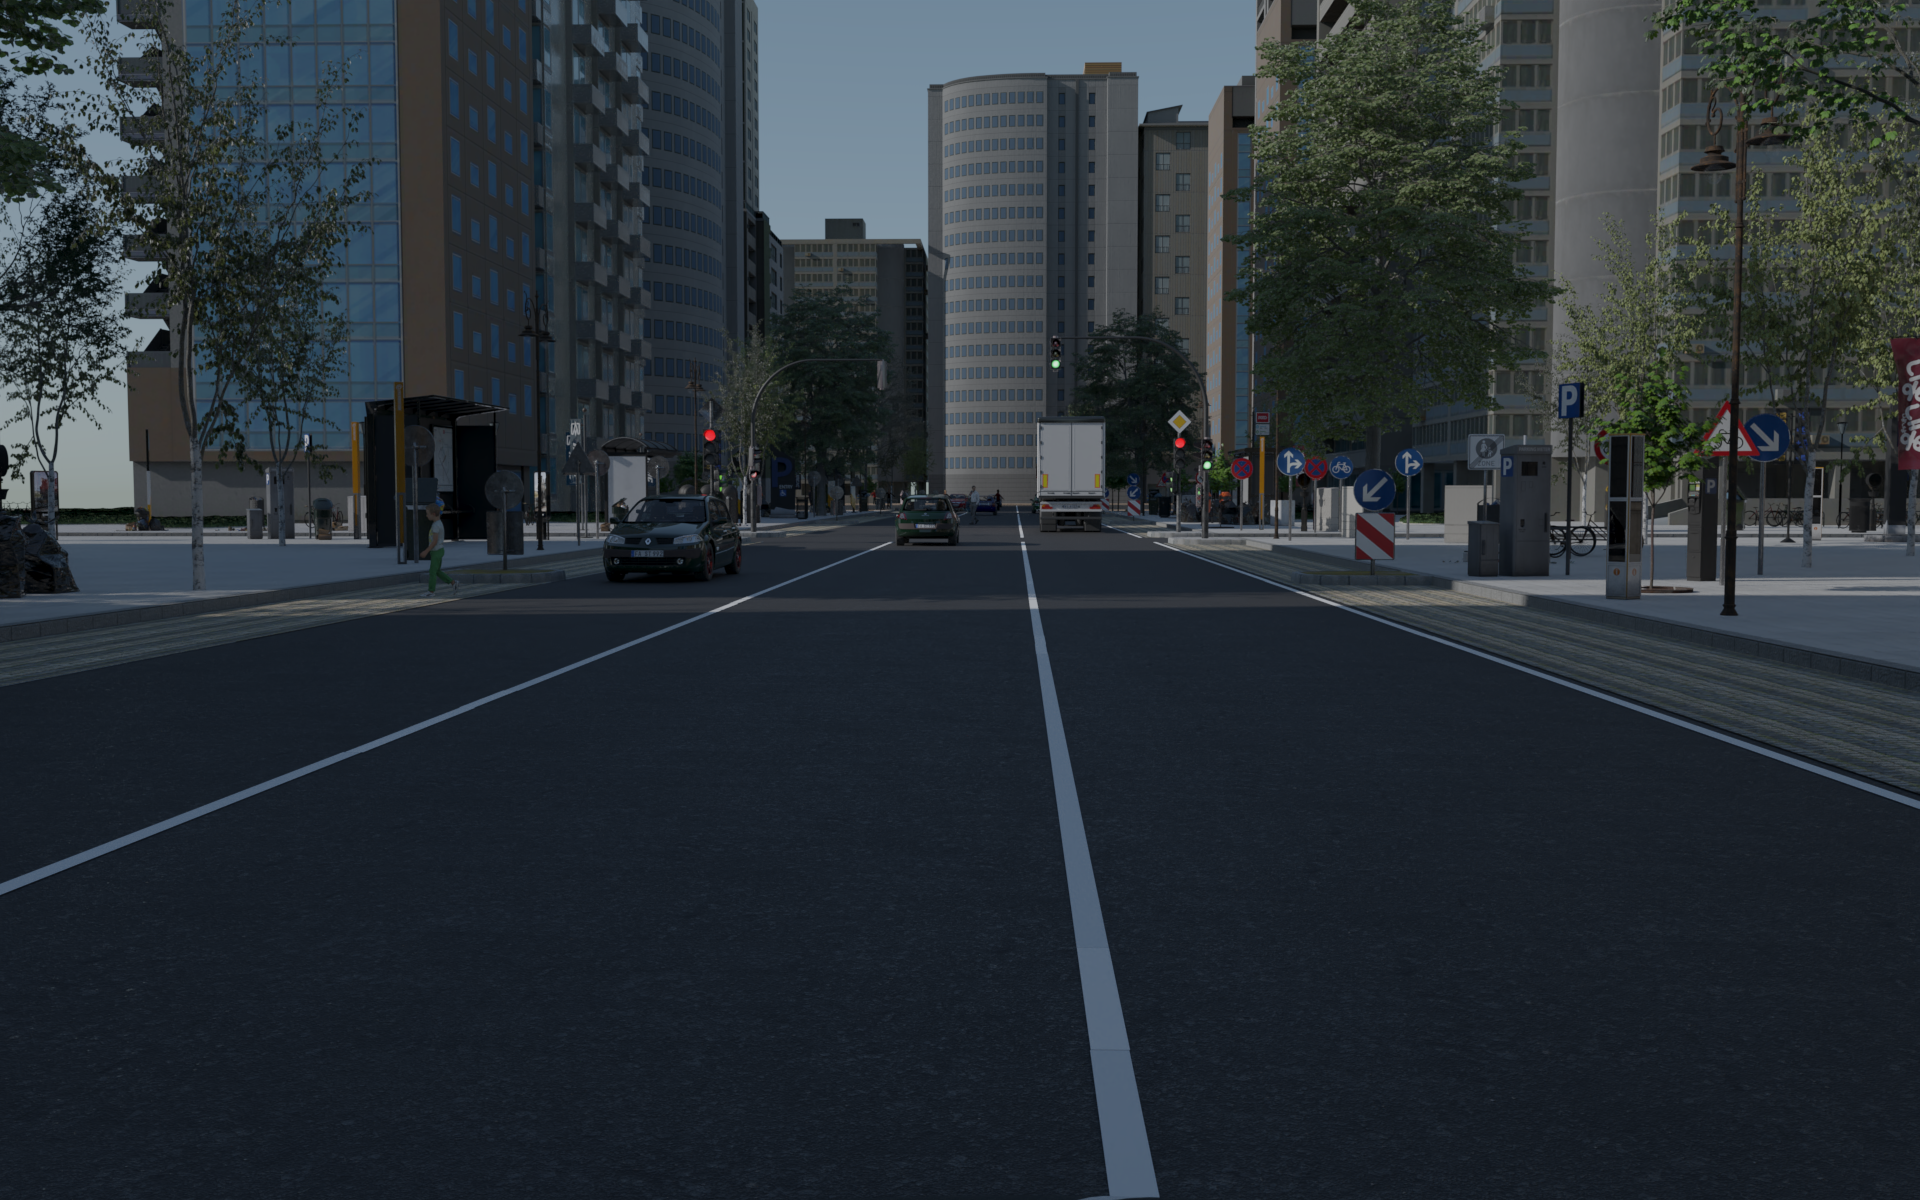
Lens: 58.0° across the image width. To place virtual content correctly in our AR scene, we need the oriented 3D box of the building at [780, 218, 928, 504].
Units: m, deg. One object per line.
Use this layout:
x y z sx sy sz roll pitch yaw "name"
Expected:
-16.459 -33.947 246.910 23.993 40.220 32.217 0 4 2 "building"

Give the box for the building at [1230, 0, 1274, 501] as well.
38.057 -44.651 168.291 20.563 71.187 20.611 0 4 2 "building"

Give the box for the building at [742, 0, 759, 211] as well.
-39.551 -49.096 240.966 20.611 71.187 20.563 0 4 2 "building"

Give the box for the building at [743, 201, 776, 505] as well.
-26.440 -24.356 169.917 14.160 30.474 14.107 0 4 2 "building"

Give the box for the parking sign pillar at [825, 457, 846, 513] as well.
-8.538 -7.964 118.679 1.447 3.967 1.447 0 4 -4 "parking sign pillar"

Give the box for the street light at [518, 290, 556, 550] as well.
-9.595 -4.076 39.434 0.468 5.910 1.993 0 4 2 "street light"

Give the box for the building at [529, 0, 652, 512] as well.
-32.656 -30.056 111.018 23.786 49.044 30.456 0 4 2 "building"

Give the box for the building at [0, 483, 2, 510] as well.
-63.174 -39.445 83.170 20.611 71.187 20.563 0 4 2 "building"

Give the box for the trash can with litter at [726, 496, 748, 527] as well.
-9.274 -3.549 69.090 1.678 1.210 2.233 -1 4 -15 "trash can with litter"

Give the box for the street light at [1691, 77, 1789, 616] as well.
8.133 -2.774 18.135 0.468 5.910 1.993 0 4 2 "street light"

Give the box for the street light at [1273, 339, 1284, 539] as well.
9.069 -4.690 49.472 0.468 5.910 1.993 0 4 2 "street light"

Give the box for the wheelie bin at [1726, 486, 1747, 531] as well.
27.257 -3.240 60.877 0.693 1.594 0.980 2 4 31 "wheelie bin"

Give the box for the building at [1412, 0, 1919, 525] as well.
36.571 -24.090 85.751 23.993 40.220 32.217 0 4 2 "building"

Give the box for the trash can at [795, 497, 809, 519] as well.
-7.974 -4.642 87.551 0.748 1.137 0.748 0 3 0 "trash can"

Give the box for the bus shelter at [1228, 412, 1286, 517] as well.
13.975 -6.391 82.129 2.179 5.291 8.768 0 4 2 "bus shelter"

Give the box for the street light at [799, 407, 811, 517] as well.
-8.041 -7.170 90.025 0.468 5.910 1.993 0 4 2 "street light"

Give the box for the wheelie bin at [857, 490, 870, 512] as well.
-7.082 -7.308 127.398 0.980 1.594 0.693 -1 4 -12 "wheelie bin"

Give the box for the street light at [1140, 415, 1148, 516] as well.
10.753 -7.860 101.305 0.468 5.910 1.993 0 4 2 "street light"

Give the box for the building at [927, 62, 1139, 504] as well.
9.782 -42.701 240.166 28.212 58.520 21.231 0 4 2 "building"

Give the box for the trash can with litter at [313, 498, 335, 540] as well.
-17.802 -2.277 48.624 0.624 1.170 1.055 -2 4 -27 "trash can with litter"

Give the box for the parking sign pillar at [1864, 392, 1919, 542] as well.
25.141 -3.549 46.503 1.447 3.967 1.447 1 4 23 "parking sign pillar"

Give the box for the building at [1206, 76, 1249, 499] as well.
34.322 -32.812 186.579 14.600 45.320 14.200 0 4 2 "building"

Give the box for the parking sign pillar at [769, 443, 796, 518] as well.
-9.395 -6.323 91.853 1.447 3.967 1.447 0 4 -5 "parking sign pillar"

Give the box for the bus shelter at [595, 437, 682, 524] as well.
-11.768 -4.281 63.921 2.014 3.302 5.546 0 4 2 "bus shelter"

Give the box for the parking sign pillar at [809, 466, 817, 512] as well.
-9.838 -8.122 121.264 1.447 3.967 1.447 2 4 33 "parking sign pillar"

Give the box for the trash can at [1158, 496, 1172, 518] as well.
11.039 -5.003 93.448 0.748 1.137 0.748 0 3 0 "trash can"

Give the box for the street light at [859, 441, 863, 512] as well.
-6.993 -9.113 121.783 0.468 5.910 1.993 0 4 2 "street light"

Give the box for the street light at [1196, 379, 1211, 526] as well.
9.822 -5.944 69.968 0.468 5.910 1.993 0 4 2 "street light"

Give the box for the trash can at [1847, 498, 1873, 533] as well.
29.773 -2.793 57.326 0.748 1.137 0.748 0 3 0 "trash can"

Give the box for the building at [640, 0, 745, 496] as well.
-31.165 -37.069 148.079 21.231 58.520 28.212 0 4 2 "building"

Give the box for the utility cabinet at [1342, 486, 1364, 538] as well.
11.626 -2.547 50.324 0.318 1.500 1.173 -2 4 -31 "utility cabinet"

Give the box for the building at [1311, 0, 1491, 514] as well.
36.797 -30.256 118.383 21.300 48.544 21.600 0 4 2 "building"

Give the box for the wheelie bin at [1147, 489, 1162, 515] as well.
11.945 -6.026 106.426 0.980 1.594 0.693 1 4 15 "wheelie bin"

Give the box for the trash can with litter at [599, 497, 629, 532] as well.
-11.851 -2.924 59.189 1.055 1.170 0.624 0 4 3 "trash can with litter"

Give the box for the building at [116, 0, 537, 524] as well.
-28.740 -26.337 80.722 14.600 45.320 14.200 0 4 2 "building"

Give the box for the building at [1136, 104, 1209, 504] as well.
37.725 -39.969 242.737 27.495 52.752 28.713 0 4 2 "building"

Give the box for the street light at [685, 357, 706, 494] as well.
-8.949 -5.254 58.687 0.468 5.910 1.993 0 4 2 "street light"

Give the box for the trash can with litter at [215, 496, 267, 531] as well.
-24.816 -3.017 60.383 2.233 1.210 1.678 1 4 9 "trash can with litter"

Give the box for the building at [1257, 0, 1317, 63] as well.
33.758 -30.686 151.834 14.600 45.320 14.200 0 4 2 "building"

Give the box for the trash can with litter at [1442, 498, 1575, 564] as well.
10.312 -1.307 32.420 2.233 1.210 1.678 2 4 30 "trash can with litter"

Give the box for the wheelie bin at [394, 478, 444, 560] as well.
-10.517 -1.580 33.743 0.980 1.594 0.693 0 4 -7 "wheelie bin"

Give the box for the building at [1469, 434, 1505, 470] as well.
73.058 -33.745 235.323 14.086 41.232 14.154 0 4 2 "building"

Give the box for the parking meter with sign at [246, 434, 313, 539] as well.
-19.487 -3.262 49.590 1.738 3.016 0.543 -2 4 -35 "parking meter with sign"

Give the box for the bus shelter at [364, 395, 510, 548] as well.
-13.177 -3.228 44.060 1.731 3.624 6.357 0 4 2 "bus shelter"

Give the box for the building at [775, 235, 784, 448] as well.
-26.608 -25.523 189.001 14.107 30.474 14.160 0 4 2 "building"

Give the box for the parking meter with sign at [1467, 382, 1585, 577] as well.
8.819 -1.885 27.075 1.738 3.016 0.543 -1 4 -16 "parking meter with sign"

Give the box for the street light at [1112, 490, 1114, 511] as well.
11.707 -9.777 132.642 0.468 5.910 1.993 0 4 2 "street light"
